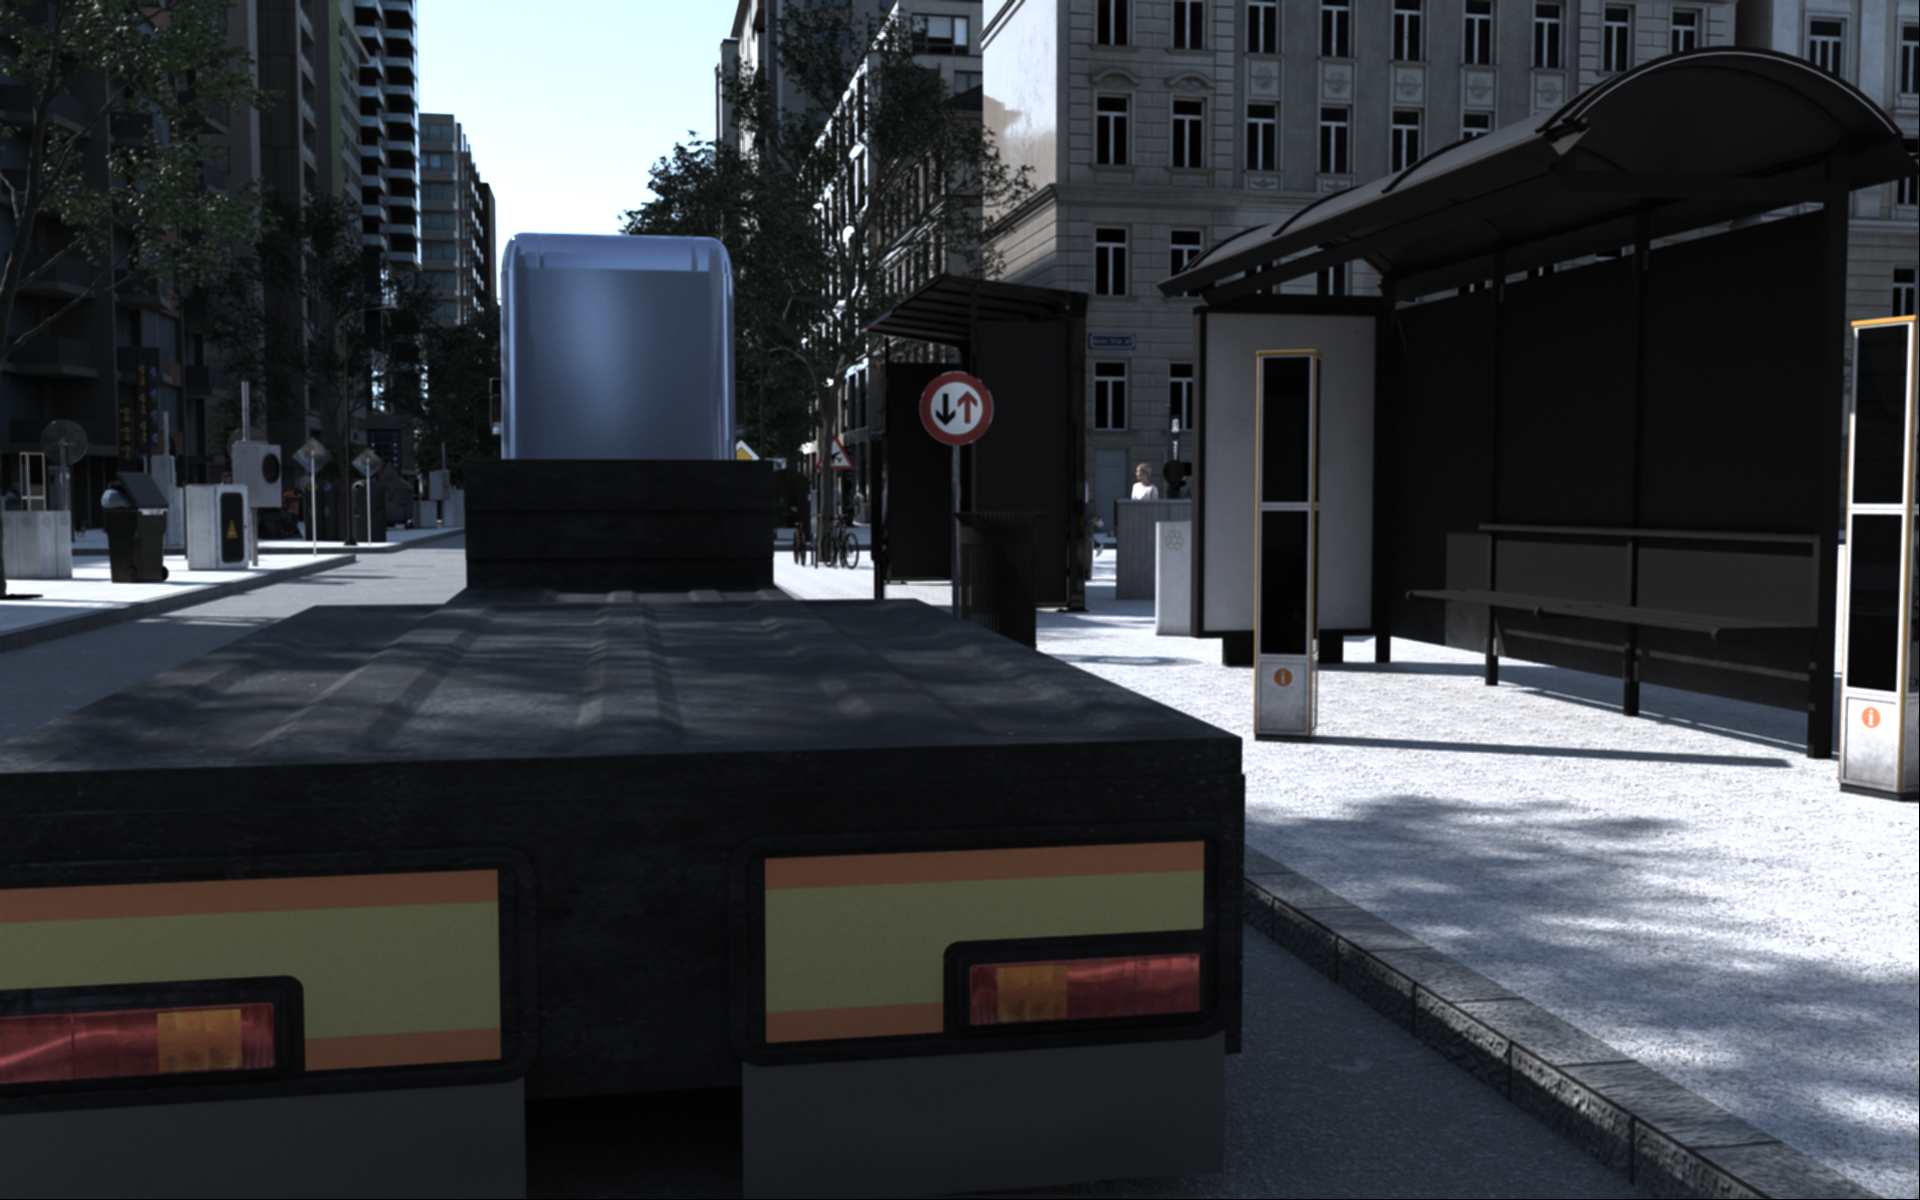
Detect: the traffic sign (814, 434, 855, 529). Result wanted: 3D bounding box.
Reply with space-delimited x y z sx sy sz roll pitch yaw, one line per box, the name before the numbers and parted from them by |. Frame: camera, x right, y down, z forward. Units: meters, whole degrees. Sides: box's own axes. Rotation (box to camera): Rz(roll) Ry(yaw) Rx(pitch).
traffic sign | -2.701 -2.287 37.403 0.884 2.594 0.081 0 4 -5

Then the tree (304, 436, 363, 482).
tree | -33.187 -6.646 92.375 4.285 4.588 4.351 0 3 0

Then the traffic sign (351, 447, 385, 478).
traffic sign | -14.718 -2.500 43.064 0.795 2.593 0.064 -1 4 -11

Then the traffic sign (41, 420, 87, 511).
traffic sign | -15.442 -1.820 29.870 0.768 2.556 0.104 0 4 -6

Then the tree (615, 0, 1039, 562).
tree | -2.629 -5.968 31.985 8.767 10.594 7.601 1 4 8

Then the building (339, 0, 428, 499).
building | -58.074 -51.250 150.617 22.319 86.520 31.000 -1 4 -11

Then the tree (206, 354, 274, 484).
tree | -37.682 -8.506 89.430 4.360 8.622 3.978 0 3 0

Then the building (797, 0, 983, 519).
building | 1.507 -18.370 104.870 19.350 26.468 34.151 -1 4 -11

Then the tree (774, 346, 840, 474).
tree | -8.113 -8.247 85.199 4.360 8.622 3.978 0 3 0

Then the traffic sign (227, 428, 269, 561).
traffic sign | -13.636 -2.025 33.216 0.768 2.556 0.104 -1 4 -10

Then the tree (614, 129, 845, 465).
tree | -8.478 -9.521 62.317 9.857 13.997 8.962 0 3 0

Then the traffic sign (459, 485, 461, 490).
traffic sign | -24.347 -5.028 84.337 0.606 2.300 0.079 -1 4 -9

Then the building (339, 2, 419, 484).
building | -56.217 -26.385 123.278 32.217 40.220 23.993 -1 4 -11

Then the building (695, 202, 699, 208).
building | -30.275 -39.322 266.619 21.300 48.544 21.600 -1 4 -11

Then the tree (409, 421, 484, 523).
tree | -22.836 -5.717 77.181 4.285 4.588 4.351 0 3 0

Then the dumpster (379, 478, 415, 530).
dumpster | -20.393 -3.465 62.405 1.264 1.857 1.865 -1 4 -11

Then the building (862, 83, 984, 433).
building | 2.165 -13.053 78.037 10.561 19.102 19.286 -1 4 -11

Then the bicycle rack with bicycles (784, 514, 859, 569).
bicycle rack with bicycles | -1.821 -1.055 30.632 2.852 0.926 2.925 0 4 -6

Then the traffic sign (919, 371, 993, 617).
traffic sign | -0.040 -1.099 18.069 0.768 2.556 0.104 0 4 -4

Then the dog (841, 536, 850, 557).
dog | -2.499 -1.111 34.997 0.540 0.507 0.406 -1 4 -22

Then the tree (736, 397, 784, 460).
tree | -6.883 -4.234 52.944 4.285 4.588 4.351 0 3 0

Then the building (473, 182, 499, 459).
building | -71.833 -36.130 240.833 14.600 45.320 14.200 -1 4 -11

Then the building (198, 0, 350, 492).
building | -43.830 -25.453 99.752 14.154 41.232 14.086 -1 4 -11

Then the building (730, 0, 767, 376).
building | -7.713 -35.810 174.730 28.713 52.752 27.495 -1 4 -11

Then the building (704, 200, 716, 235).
building | -29.709 -36.606 248.615 14.600 45.320 14.200 -1 4 -11

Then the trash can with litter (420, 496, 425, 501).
trash can with litter | -31.870 -5.638 103.571 0.624 1.170 1.055 1 4 9

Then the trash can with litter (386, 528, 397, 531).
trash can with litter | -20.321 -3.003 60.149 1.678 1.210 2.233 -1 4 -23

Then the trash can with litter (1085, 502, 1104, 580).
trash can with litter | 1.738 -0.874 25.670 0.624 1.170 1.055 1 4 15

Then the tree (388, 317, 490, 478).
tree | -21.281 -7.378 70.988 4.360 8.622 3.978 0 3 0

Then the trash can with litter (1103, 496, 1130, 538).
trash can with litter | 5.244 -2.472 51.478 2.233 1.210 1.678 0 4 -6

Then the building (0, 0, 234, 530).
building | -43.012 -25.394 69.811 22.147 44.769 28.867 -1 4 -11

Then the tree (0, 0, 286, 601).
tree | -11.775 -5.808 20.714 9.928 11.665 9.643 0 3 0

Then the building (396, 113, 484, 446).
building | -72.016 -36.597 217.963 23.786 49.044 30.456 -1 4 -11

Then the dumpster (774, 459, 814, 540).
dumpster | -4.915 -2.816 48.529 1.502 2.255 1.985 -1 4 -11

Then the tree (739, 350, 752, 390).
tree | -14.960 -10.916 95.484 9.611 12.733 9.660 0 3 0

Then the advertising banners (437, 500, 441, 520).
advertising banners | -24.916 -5.487 85.894 2.074 3.025 0.090 -1 4 -18

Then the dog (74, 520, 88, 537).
dog | -26.106 -2.111 51.339 0.540 0.507 0.406 -1 4 -15

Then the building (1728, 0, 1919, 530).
building | 36.273 -17.257 68.051 20.117 28.700 13.634 -1 4 -11

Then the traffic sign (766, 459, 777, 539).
traffic sign | -5.292 -2.912 49.734 0.606 2.300 0.079 0 4 -6

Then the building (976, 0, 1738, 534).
building | 13.824 -16.259 63.101 25.104 27.353 12.463 -1 4 -11

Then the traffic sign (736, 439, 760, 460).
traffic sign | -4.630 -2.123 36.899 0.795 2.593 0.064 -1 4 -11

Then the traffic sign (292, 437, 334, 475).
traffic sign | -13.162 -2.021 35.231 0.795 2.593 0.064 -1 4 -11

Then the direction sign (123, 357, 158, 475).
direction sign | -13.615 -2.268 29.074 0.379 3.537 0.876 0 4 -6

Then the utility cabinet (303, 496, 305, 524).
utility cabinet | -28.079 -3.938 75.552 1.020 1.237 0.306 -1 4 -14

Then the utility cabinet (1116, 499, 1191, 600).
utility cabinet | 2.416 -0.607 21.090 1.020 1.237 0.306 0 4 5

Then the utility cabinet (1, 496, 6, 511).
utility cabinet | -26.028 -2.184 46.865 0.306 1.237 1.020 -2 4 -33

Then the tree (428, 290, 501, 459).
tree | -29.047 -12.437 110.000 9.857 13.997 8.962 0 3 0

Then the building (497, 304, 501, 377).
building | -74.026 -29.575 255.255 14.160 30.474 14.107 -1 4 -11

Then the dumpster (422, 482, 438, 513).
dumpster | -26.499 -5.231 88.017 1.502 2.255 1.985 -1 4 -11

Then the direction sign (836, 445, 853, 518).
direction sign | -5.418 -5.401 80.298 0.876 3.537 0.379 0 4 -3

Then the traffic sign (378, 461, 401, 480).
traffic sign | -22.106 -4.107 67.148 0.884 2.594 0.081 -1 4 -10

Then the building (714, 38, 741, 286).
building | -21.516 -41.973 228.255 21.231 58.520 28.212 -1 4 -11

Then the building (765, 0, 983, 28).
building | -5.733 -36.917 145.593 21.231 58.520 28.212 -1 4 -11

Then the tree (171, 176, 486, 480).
tree | -18.153 -7.117 50.782 8.767 10.594 7.601 -3 4 -39
